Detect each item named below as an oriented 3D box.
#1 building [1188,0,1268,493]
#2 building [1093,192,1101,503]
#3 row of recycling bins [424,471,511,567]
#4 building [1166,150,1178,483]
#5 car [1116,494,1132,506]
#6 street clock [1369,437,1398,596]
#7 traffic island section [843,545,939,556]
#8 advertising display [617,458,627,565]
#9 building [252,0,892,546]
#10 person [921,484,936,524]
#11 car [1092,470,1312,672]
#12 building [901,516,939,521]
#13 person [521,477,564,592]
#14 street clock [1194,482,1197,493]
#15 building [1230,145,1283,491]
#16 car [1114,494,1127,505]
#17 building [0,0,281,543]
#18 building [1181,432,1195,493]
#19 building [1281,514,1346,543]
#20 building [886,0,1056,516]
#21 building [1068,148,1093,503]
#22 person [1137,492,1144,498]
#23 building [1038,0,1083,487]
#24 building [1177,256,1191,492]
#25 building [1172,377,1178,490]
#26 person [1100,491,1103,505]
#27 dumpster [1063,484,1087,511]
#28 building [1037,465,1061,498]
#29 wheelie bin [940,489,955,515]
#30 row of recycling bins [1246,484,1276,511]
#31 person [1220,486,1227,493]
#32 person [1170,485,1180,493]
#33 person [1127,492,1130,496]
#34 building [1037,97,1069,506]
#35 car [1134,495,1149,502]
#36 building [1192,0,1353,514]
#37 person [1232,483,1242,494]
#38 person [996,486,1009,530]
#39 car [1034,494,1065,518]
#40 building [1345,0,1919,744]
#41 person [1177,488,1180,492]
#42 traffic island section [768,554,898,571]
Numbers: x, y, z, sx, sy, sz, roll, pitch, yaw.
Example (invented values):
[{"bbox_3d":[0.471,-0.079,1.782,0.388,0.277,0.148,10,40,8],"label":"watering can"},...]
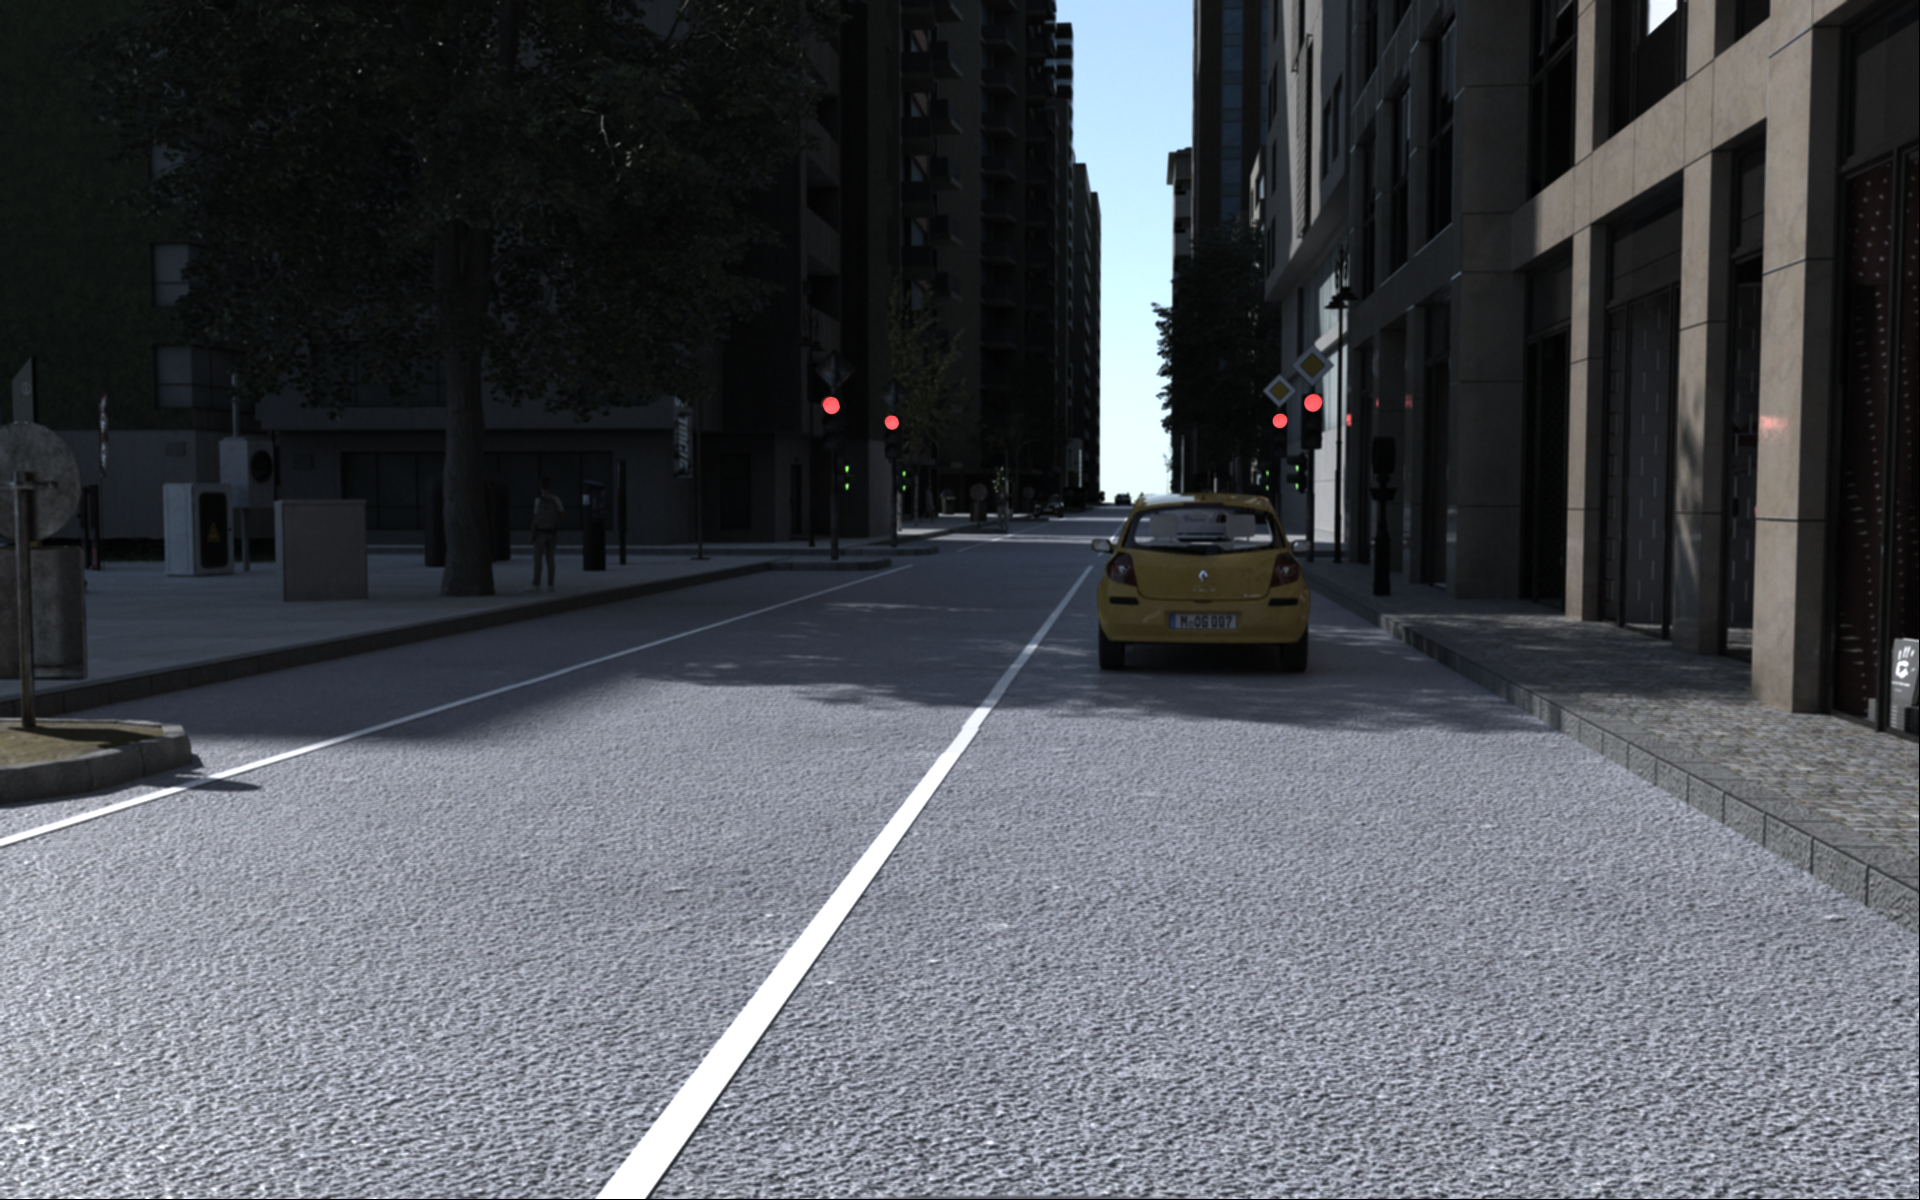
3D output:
[{"bbox_3d":[23.840,-28.978,123.903,14.600,45.320,14.200,0,4,6],"label":"building"},{"bbox_3d":[10.433,-39.149,263.787,21.300,48.544,21.600,0,4,6],"label":"building"},{"bbox_3d":[-9.155,-1.530,32.136,1.069,1.692,3.534,0,4,-1],"label":"row of recycling bins"},{"bbox_3d":[45.189,-40.894,257.858,28.713,52.752,27.495,0,4,6],"label":"building"},{"bbox_3d":[20.405,-12.586,215.565,2.009,1.686,4.222,0,4,5],"label":"car"},{"bbox_3d":[5.344,-1.059,21.893,0.358,2.002,0.471,0,4,5],"label":"street clock"},{"bbox_3d":[-1.609,-1.184,41.643,2.009,0.180,2.903,0,4,6],"label":"traffic island section"},{"bbox_3d":[-6.188,-1.620,31.708,0.123,1.923,0.974,-1,4,-13],"label":"advertising display"},{"bbox_3d":[-9.861,-16.921,48.365,14.160,30.474,14.107,0,4,6],"label":"building"},{"bbox_3d":[-1.360,-4.165,74.891,0.760,1.731,0.466,-3,5,-44],"label":"person"},{"bbox_3d":[2.153,-0.319,15.446,2.015,1.641,3.980,0,4,7],"label":"car"},{"bbox_3d":[-11.642,-26.488,87.697,22.147,44.769,28.867,0,4,6],"label":"building"},{"bbox_3d":[-5.473,-0.865,22.774,0.523,1.515,0.503,1,4,13],"label":"person"},{"bbox_3d":[14.085,-6.058,103.611,0.358,2.002,0.471,0,4,7],"label":"street clock"},{"bbox_3d":[30.160,-15.532,98.994,27.650,21.520,28.899,0,4,6],"label":"building"},{"bbox_3d":[22.330,-14.060,238.928,2.155,1.783,4.494,0,4,8],"label":"car"},{"bbox_3d":[-25.197,-22.405,49.922,14.086,41.232,14.154,0,4,6],"label":"building"},{"bbox_3d":[33.924,-52.591,172.531,22.319,86.520,31.000,0,4,6],"label":"building"},{"bbox_3d":[23.126,-28.220,50.633,27.495,52.752,28.713,0,4,6],"label":"building"},{"bbox_3d":[-4.213,-29.195,131.971,22.147,44.769,28.867,0,4,6],"label":"building"},{"bbox_3d":[7.157,-37.812,241.925,21.300,48.544,21.600,0,4,6],"label":"building"},{"bbox_3d":[24.567,-13.762,234.225,1.217,1.743,0.721,-1,4,-12],"label":"person"},{"bbox_3d":[4.334,-55.141,214.229,22.319,86.520,31.000,0,4,6],"label":"building"},{"bbox_3d":[33.491,-26.801,209.896,14.160,30.474,14.107,0,4,6],"label":"building"},{"bbox_3d":[42.448,-23.594,230.800,27.650,21.520,28.899,0,4,6],"label":"building"},{"bbox_3d":[17.710,-12.774,217.377,0.705,1.821,1.348,-1,4,-9],"label":"person"},{"bbox_3d":[9.555,-8.524,144.315,1.985,2.255,1.502,0,4,6],"label":"dumpster"},{"bbox_3d":[-1.252,-43.890,155.857,20.563,71.187,20.611,0,4,6],"label":"building"},{"bbox_3d":[-0.793,-6.094,107.548,0.980,1.594,0.693,-2,4,-32],"label":"wheelie bin"},{"bbox_3d":[13.361,-4.156,75.061,1.069,1.692,3.534,2,4,35],"label":"row of recycling bins"},{"bbox_3d":[17.187,-6.492,112.286,0.694,1.812,0.767,1,4,14],"label":"person"},{"bbox_3d":[9.186,-4.011,74.051,0.822,1.834,0.622,1,4,22],"label":"person"},{"bbox_3d":[26.171,-15.985,270.578,0.721,1.736,1.217,-2,4,-26],"label":"person"},{"bbox_3d":[3.615,-30.023,174.478,14.154,41.232,14.086,0,4,6],"label":"building"},{"bbox_3d":[13.779,-7.011,127.204,1.945,1.354,3.894,0,4,7],"label":"car"},{"bbox_3d":[33.037,-33.907,143.623,28.713,52.752,27.495,0,4,6],"label":"building"},{"bbox_3d":[13.683,-4.845,85.271,0.660,1.820,0.620,2,4,31],"label":"person"},{"bbox_3d":[1.696,-3.686,69.312,0.519,1.759,0.362,1,4,9],"label":"person"},{"bbox_3d":[5.383,-5.823,104.992,2.009,1.686,4.222,0,4,5],"label":"car"},{"bbox_3d":[15.050,-12.824,14.184,19.350,26.468,34.151,0,4,6],"label":"building"},{"bbox_3d":[21.153,-9.835,166.716,0.599,1.838,0.709,1,4,13],"label":"person"},{"bbox_3d":[-2.458,-0.699,33.703,2.009,0.180,2.903,0,4,6],"label":"traffic island section"}]
